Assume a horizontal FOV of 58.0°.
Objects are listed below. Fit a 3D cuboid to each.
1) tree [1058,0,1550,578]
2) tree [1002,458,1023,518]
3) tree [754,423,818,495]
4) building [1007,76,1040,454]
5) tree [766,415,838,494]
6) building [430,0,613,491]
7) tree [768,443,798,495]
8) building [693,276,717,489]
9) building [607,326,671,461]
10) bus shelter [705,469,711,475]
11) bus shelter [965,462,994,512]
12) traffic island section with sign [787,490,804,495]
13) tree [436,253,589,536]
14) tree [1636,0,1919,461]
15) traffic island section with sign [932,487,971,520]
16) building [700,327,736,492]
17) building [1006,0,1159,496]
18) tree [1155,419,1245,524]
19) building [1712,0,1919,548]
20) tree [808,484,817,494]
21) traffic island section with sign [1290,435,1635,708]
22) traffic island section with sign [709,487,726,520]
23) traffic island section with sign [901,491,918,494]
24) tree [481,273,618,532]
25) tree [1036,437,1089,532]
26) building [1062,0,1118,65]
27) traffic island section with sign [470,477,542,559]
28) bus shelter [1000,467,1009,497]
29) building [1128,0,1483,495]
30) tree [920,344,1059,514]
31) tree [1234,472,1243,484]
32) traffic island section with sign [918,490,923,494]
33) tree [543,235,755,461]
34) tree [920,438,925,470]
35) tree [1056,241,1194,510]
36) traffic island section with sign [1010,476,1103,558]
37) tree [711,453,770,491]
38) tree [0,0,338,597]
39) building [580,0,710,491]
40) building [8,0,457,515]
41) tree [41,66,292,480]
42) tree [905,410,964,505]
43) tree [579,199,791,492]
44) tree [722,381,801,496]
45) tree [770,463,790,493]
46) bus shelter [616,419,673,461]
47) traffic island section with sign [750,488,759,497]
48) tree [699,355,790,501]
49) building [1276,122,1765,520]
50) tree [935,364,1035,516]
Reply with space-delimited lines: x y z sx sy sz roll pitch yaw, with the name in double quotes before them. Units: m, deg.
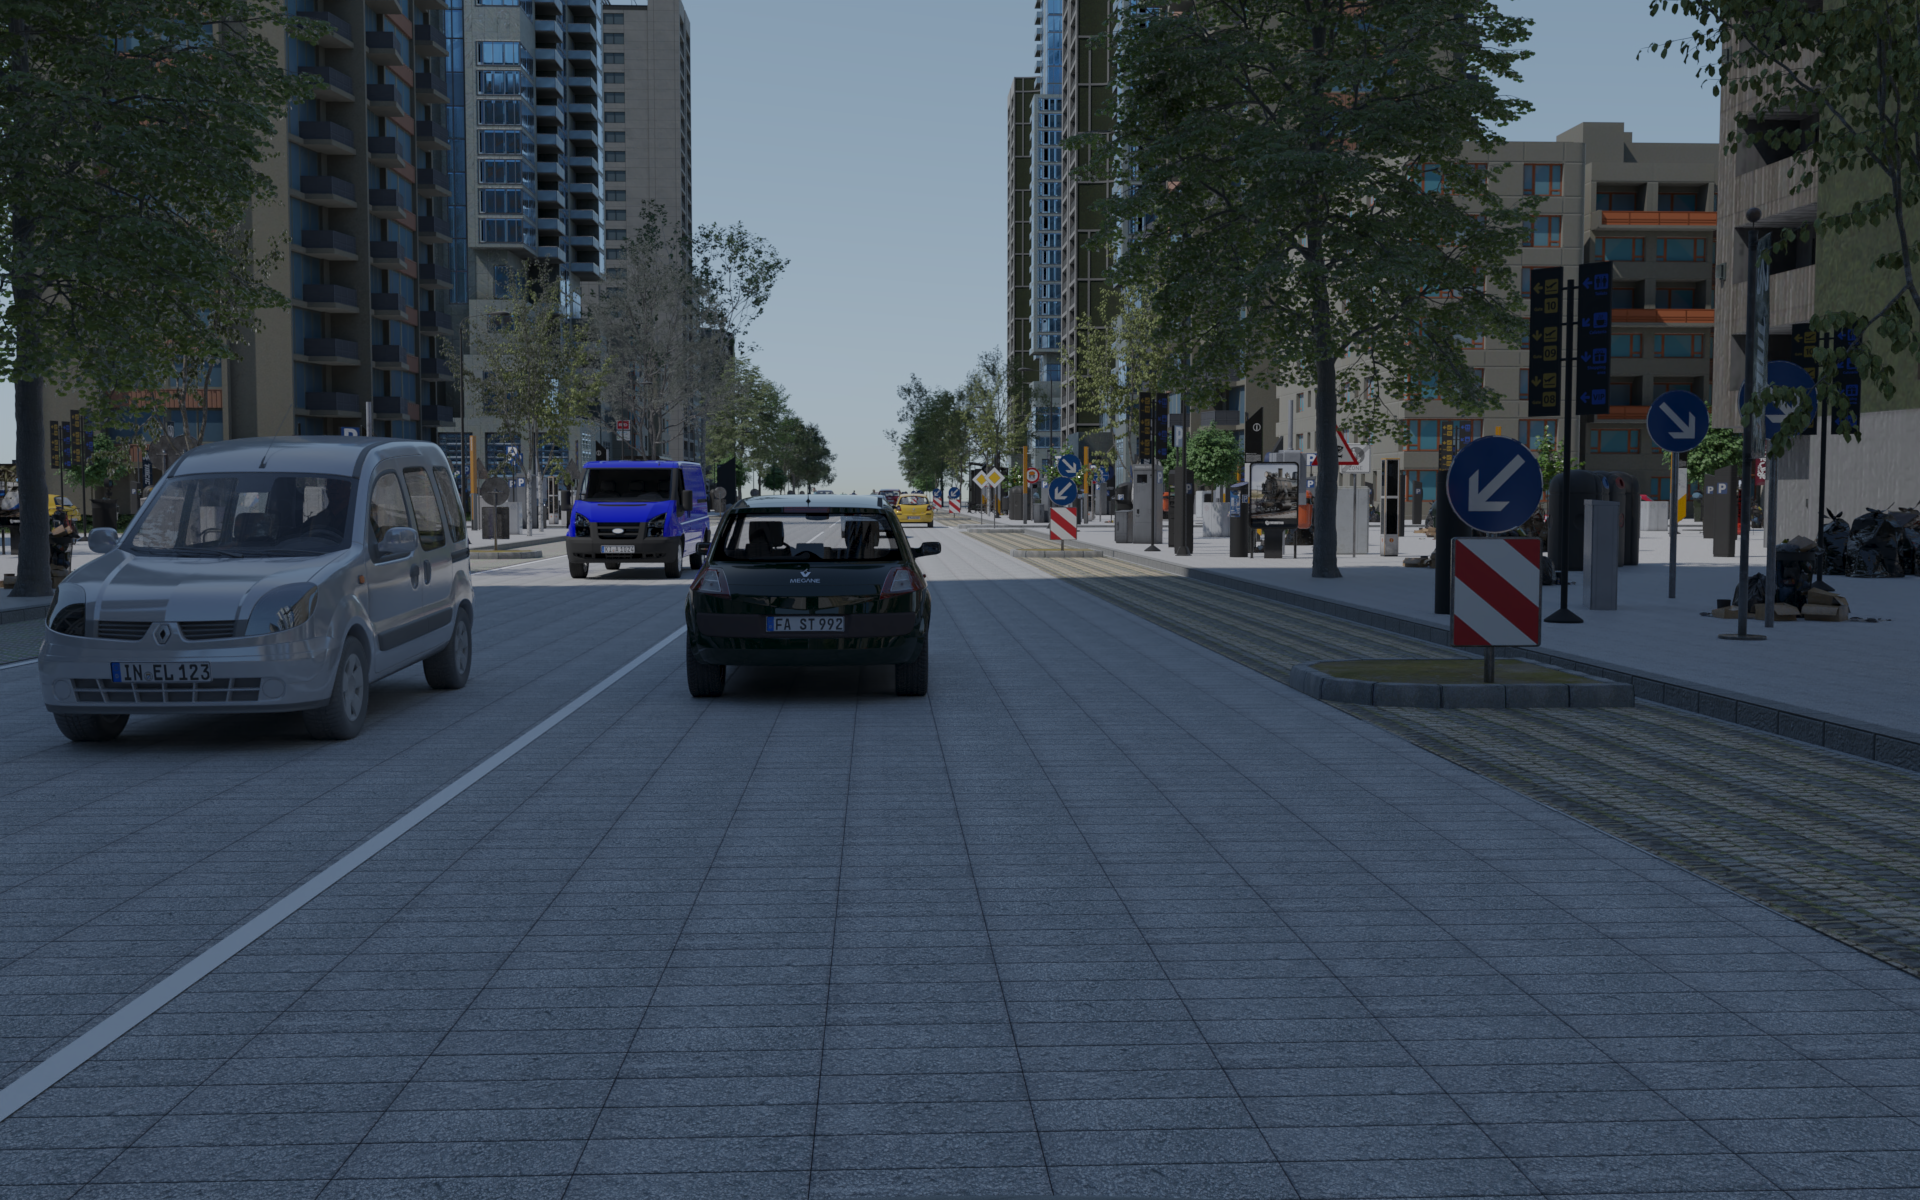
"tree" 5.219 -6.615 26.281 7.486 12.596 7.792 0 3 0
"tree" 2.949 -6.095 94.253 1.663 3.219 1.824 0 3 0
"tree" -21.672 -16.836 209.683 8.767 10.594 7.601 -2 4 -33
"building" 16.799 -52.497 296.574 20.563 71.187 20.611 0 4 -3
"tree" -23.442 -20.046 244.763 9.611 12.733 9.660 0 3 0
"building" -44.012 -51.777 159.226 22.319 86.520 31.000 0 4 -3
"tree" -22.306 -16.357 217.796 4.360 8.622 3.978 0 3 0
"building" -54.503 -35.815 277.459 32.217 40.220 23.993 0 4 -3
"building" -47.627 -21.181 191.356 27.650 21.520 28.899 0 4 -3
"bus shelter" -19.240 -8.038 125.337 2.014 3.302 5.546 0 4 -3
"bus shelter" 1.415 -8.451 129.459 1.731 3.624 6.357 0 4 -3
"traffic island section with sign" -16.769 -9.987 171.908 1.989 1.847 2.006 0 4 -3
"tree" -13.329 -6.247 52.502 4.360 8.622 3.978 0 3 0
"tree" 6.808 -3.739 11.493 4.737 8.622 4.395 0 3 0
"traffic island section with sign" -0.442 -5.241 94.320 1.989 1.847 2.006 0 4 -3
"building" -46.183 -32.183 297.888 14.160 30.474 14.107 0 4 -3
"building" 19.553 -58.551 269.973 22.319 86.520 31.000 0 4 -3
"tree" 10.979 -5.576 74.889 4.285 4.588 4.351 0 3 0
"building" 24.695 -16.280 37.877 14.160 30.474 14.107 0 4 -3
"tree" -25.952 -21.360 299.600 4.737 8.622 4.395 0 3 0
"traffic island section with sign" 3.465 -0.234 12.451 1.989 1.847 2.006 0 4 -3
"traffic island section with sign" -13.089 -5.273 94.840 1.989 1.847 2.006 0 4 -3
"traffic island section with sign" -5.438 -11.651 199.127 1.989 1.847 2.006 0 4 -3
"tree" -13.949 -6.606 58.370 4.737 8.622 4.395 0 3 0
"tree" 3.682 -3.935 58.934 1.663 3.219 1.824 0 3 0
"building" 20.729 -46.529 198.998 20.563 71.187 20.611 0 4 -3
"traffic island section with sign" -10.420 -1.836 38.642 1.989 1.847 2.006 0 4 -3
"bus shelter" 3.055 -9.395 144.884 1.731 3.624 6.357 0 4 -3
"building" 25.435 -29.044 129.487 22.147 44.769 28.867 0 4 -3
"tree" 1.768 -10.638 108.351 8.767 10.594 7.601 0 4 -7
"tree" 17.636 -7.189 112.142 1.663 3.219 1.824 0 3 0
"traffic island section with sign" -1.748 -6.921 121.781 1.989 1.847 2.006 0 4 -3
"tree" -14.892 -10.583 83.403 12.009 13.543 11.850 0 3 0
"tree" -1.969 -13.928 178.089 4.737 8.622 4.395 0 3 0
"tree" 4.882 -6.034 49.015 4.737 8.622 4.395 0 3 0
"traffic island section with sign" 2.169 -1.897 39.643 1.989 1.847 2.006 0 4 -3
"tree" -17.881 -9.235 134.702 4.285 4.588 4.351 0 3 0
"tree" -11.901 -6.339 21.763 7.486 12.596 7.792 0 3 0
"building" -47.685 -49.867 253.584 20.563 71.187 20.611 0 4 -3
"building" -43.976 -27.575 105.471 22.147 44.769 28.867 0 4 -3
"tree" -13.350 -4.859 29.814 4.360 8.622 3.978 0 3 0
"tree" -2.667 -17.172 206.518 9.928 11.665 9.643 0 3 0
"tree" -17.689 -15.674 112.154 12.611 20.169 13.585 0 3 0
"tree" -18.301 -14.241 158.595 9.928 11.665 9.643 0 3 0
"tree" -19.171 -11.946 179.024 4.285 4.588 4.351 0 3 0
"bus shelter" -17.528 -7.238 95.965 2.179 5.291 8.768 0 4 -3
"traffic island section with sign" -14.384 -6.920 121.764 1.989 1.847 2.006 0 4 -3
"tree" -17.697 -13.702 142.157 7.486 12.596 7.792 0 3 0
"building" 35.691 -15.563 99.497 28.899 21.520 27.650 0 4 -3
"tree" 1.881 -9.096 99.085 4.737 8.622 4.395 0 3 0
